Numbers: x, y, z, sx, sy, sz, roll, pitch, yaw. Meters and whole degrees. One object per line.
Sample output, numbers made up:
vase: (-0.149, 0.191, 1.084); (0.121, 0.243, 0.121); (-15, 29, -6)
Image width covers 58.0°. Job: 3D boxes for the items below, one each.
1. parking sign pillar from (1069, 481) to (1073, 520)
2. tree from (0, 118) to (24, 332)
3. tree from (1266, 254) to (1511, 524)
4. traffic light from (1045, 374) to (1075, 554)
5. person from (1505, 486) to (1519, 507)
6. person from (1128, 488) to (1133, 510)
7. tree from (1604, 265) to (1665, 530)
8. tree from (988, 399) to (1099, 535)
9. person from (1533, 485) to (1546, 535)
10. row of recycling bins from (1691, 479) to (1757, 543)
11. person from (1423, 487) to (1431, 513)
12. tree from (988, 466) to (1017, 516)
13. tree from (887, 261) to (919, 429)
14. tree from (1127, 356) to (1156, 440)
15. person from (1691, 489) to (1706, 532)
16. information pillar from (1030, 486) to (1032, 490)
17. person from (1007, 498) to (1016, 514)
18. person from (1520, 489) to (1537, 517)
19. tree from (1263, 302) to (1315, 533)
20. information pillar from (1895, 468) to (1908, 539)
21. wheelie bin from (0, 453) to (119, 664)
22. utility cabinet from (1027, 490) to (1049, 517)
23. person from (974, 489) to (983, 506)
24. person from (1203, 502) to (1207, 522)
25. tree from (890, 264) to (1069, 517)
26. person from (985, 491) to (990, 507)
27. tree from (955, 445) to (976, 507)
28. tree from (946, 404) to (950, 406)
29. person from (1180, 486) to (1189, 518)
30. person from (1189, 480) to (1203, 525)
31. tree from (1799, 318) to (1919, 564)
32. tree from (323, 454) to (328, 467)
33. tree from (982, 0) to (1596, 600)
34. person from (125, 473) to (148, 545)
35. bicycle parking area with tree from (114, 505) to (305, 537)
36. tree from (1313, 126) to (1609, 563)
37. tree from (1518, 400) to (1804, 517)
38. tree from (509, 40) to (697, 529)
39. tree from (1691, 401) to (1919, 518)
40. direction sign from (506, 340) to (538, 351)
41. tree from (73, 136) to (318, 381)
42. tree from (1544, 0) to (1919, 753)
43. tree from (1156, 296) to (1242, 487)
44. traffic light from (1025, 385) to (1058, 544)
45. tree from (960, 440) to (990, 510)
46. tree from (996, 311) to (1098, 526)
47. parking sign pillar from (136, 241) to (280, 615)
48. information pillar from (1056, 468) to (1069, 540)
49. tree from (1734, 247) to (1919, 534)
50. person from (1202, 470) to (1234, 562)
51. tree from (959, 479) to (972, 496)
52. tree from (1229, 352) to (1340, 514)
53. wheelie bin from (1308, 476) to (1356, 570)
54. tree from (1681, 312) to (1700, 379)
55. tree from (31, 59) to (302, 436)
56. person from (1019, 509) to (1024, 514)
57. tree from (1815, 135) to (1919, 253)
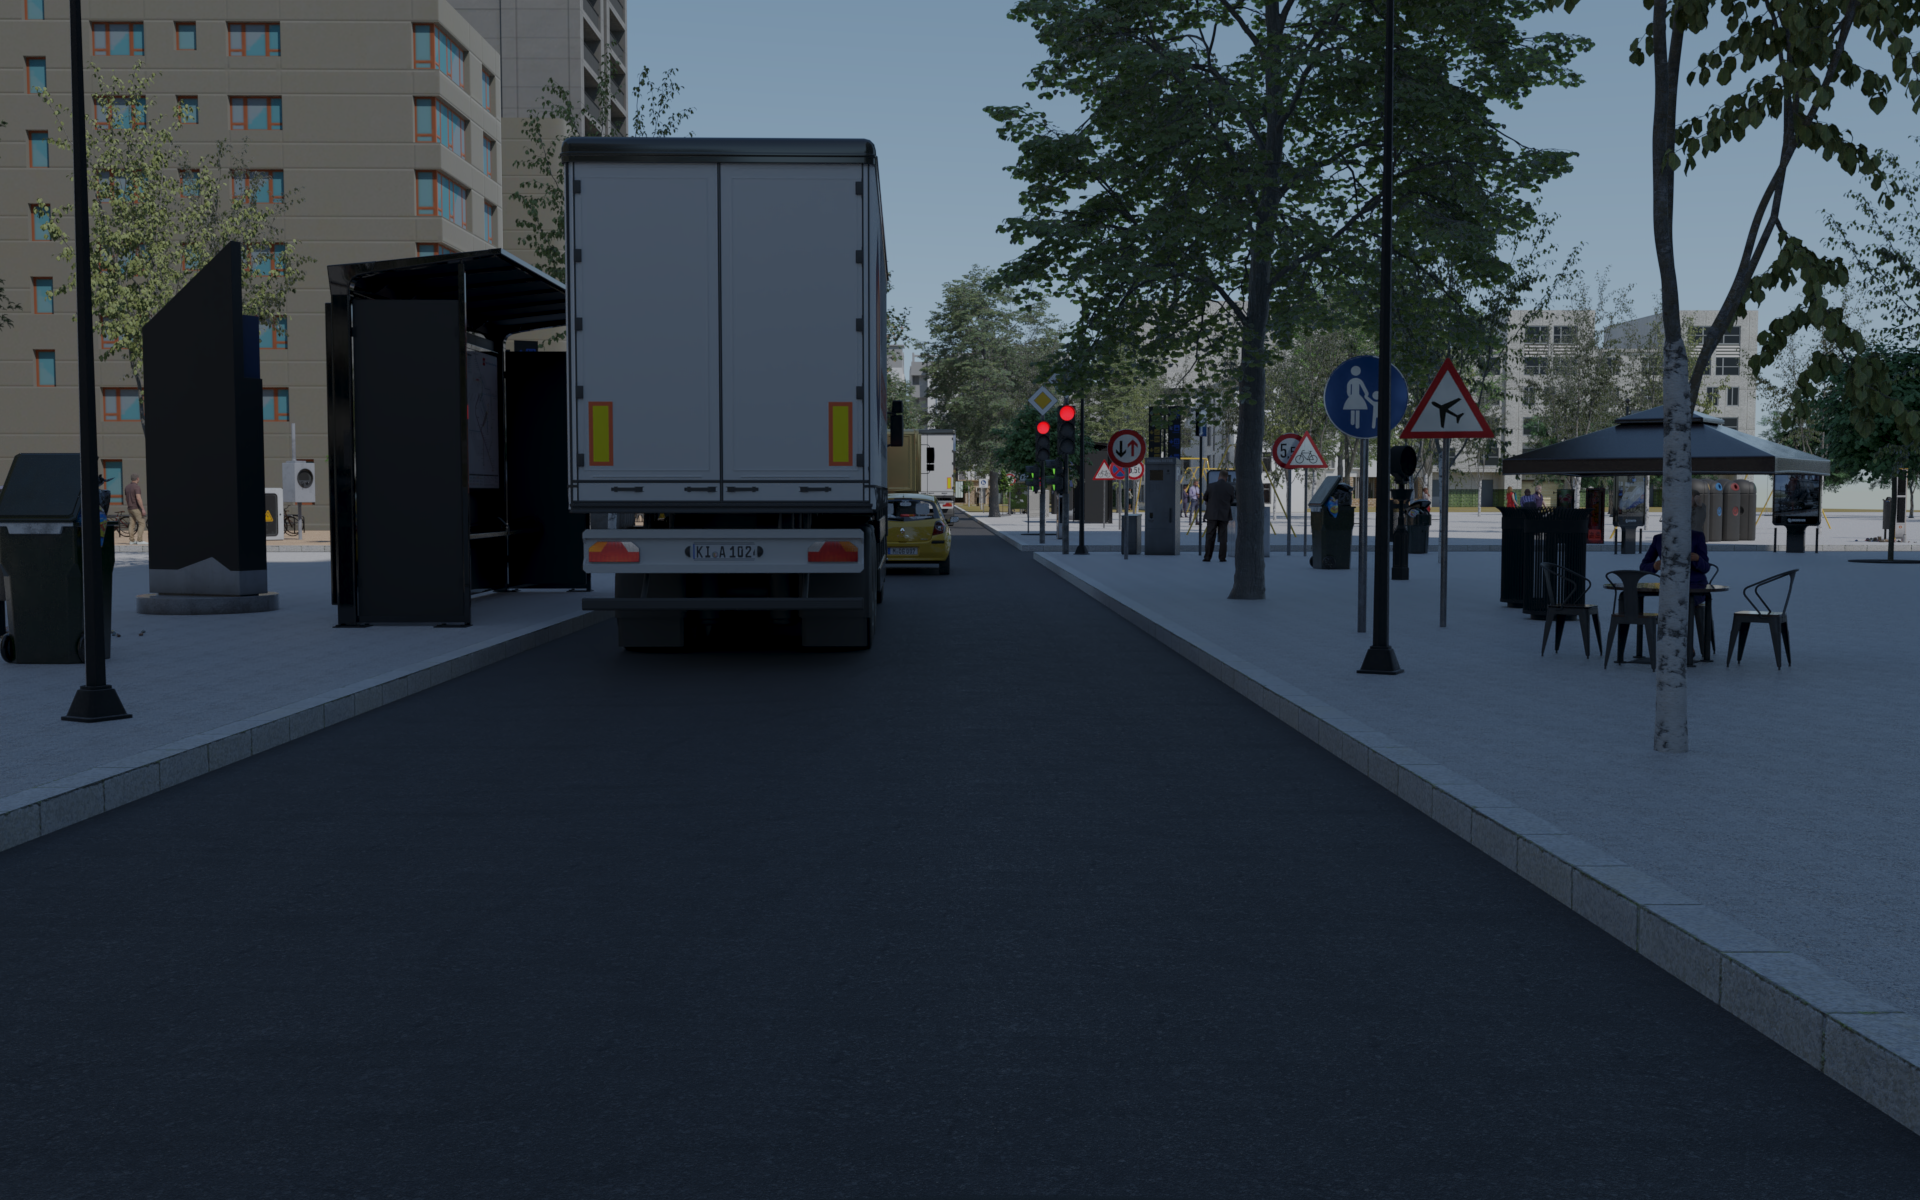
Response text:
parking sign pillar: (5.927, -5.954, 85.814); (1.447, 3.967, 1.447); (-1, 4, -12)
tree: (-15.629, -5.337, 21.669); (7.601, 10.594, 8.767); (0, 4, 5)
tree: (16.694, -9.047, 73.671); (9.928, 11.665, 9.643); (0, 3, 0)
traffic light: (2.233, -2.929, 36.805); (0.839, 4.253, 0.868); (0, 4, -1)
person: (23.590, -4.056, 74.056); (0.444, 1.614, 0.593); (0, 4, -2)
person: (13.477, -7.960, 136.977); (0.721, 1.735, 1.217); (-1, 4, -19)
tree: (19.964, -6.471, 56.169); (4.360, 8.622, 3.978); (0, 3, 0)
tree: (2.682, -4.310, 54.174); (4.285, 4.588, 4.351); (0, 3, 0)
person: (17.908, -2.778, 53.665); (0.569, 1.553, 0.471); (0, 4, 5)
row of recycling bins: (20.463, -2.437, 46.965); (3.534, 1.692, 1.069); (-3, 5, -40)
person: (16.834, -3.308, 62.592); (0.387, 1.526, 0.523); (1, 4, 12)
tree: (2.593, -6.632, 103.041); (1.663, 3.219, 1.824); (0, 3, 0)
tree: (-6.466, -8.843, 61.588); (9.611, 12.733, 9.660); (0, 3, 0)
tree: (10.289, -8.208, 84.569); (4.360, 8.622, 3.978); (0, 3, 0)
person: (10.108, -0.851, 23.861); (0.340, 1.345, 0.435); (-1, 4, -9)
information pillar: (5.006, -6.951, 118.141); (0.304, 2.012, 0.304); (-2, 4, -33)
person: (3.307, -6.300, 111.585); (0.613, 1.512, 0.480); (1, 4, 13)
person: (15.400, -2.303, 46.934); (0.421, 1.427, 0.697); (1, 4, 9)
tree: (11.666, -6.531, 57.137); (4.360, 8.622, 3.978); (0, 3, 0)
information pillar: (26.942, -2.765, 49.701); (0.304, 2.012, 0.304); (0, 4, 4)
wheelie bin: (-6.929, -0.328, 13.272); (0.980, 1.594, 0.693); (0, 4, 2)
utility cabinet: (4.290, -5.278, 94.974); (1.173, 1.500, 0.318); (-1, 4, -14)
person: (1.910, -10.778, 182.269); (0.705, 1.823, 1.348); (-3, 5, -41)
person: (11.157, -4.336, 77.858); (0.530, 1.710, 0.541); (1, 4, 15)
tree: (1.881, -11.535, 95.248); (9.857, 13.997, 8.962); (0, 3, 0)
person: (2.927, -9.799, 166.273); (1.348, 1.823, 0.705); (3, 4, 37)
tree: (0.711, -13.660, 173.708); (4.737, 8.622, 4.395); (0, 3, 0)
tree: (2.747, -12.601, 124.150); (7.486, 12.596, 7.792); (0, 3, 0)
person: (12.154, -5.306, 93.718); (0.530, 1.710, 0.541); (0, 4, 5)
person: (9.681, -3.967, 70.779); (0.709, 1.838, 0.599); (-3, 4, -38)
tree: (17.415, -2.979, 32.428); (4.285, 4.588, 4.351); (0, 3, 0)
tree: (-15.777, -3.110, 45.450); (1.663, 3.219, 1.824); (0, 3, 0)
tree: (3.939, -6.292, 21.006); (7.486, 12.596, 7.792); (0, 3, 0)
person: (-20.923, -2.315, 44.024); (0.598, 1.807, 0.434); (3, 5, 40)
bicycle parking area with tree: (-24.106, -4.041, 53.065); (9.016, 4.147, 8.231); (0, 4, 2)
tree: (8.956, -4.969, 31.608); (4.360, 8.622, 3.978); (0, 3, 0)
tree: (38.980, -8.569, 103.008); (11.467, 7.101, 20.602); (0, 4, -2)
tree: (-5.711, -4.827, 29.277); (4.737, 8.622, 4.395); (0, 3, 0)
tree: (51.886, -8.335, 99.181); (11.467, 7.101, 20.602); (-1, 4, -12)
direction sign: (-6.636, -2.050, 25.521); (0.876, 3.537, 0.379); (-2, 4, -25)
tree: (-15.224, -5.177, 35.006); (4.360, 8.622, 3.978); (0, 3, 0)
tree: (3.726, -3.540, 8.236); (4.737, 8.622, 4.395); (0, 3, 0)
tree: (10.477, -7.043, 65.509); (4.360, 8.622, 3.978); (0, 3, 0)
traffic light: (2.114, -3.417, 44.789); (0.839, 4.253, 0.868); (0, 4, -1)
tree: (2.000, -11.780, 142.961); (4.360, 8.622, 3.978); (0, 3, 0)
tree: (3.414, -7.277, 69.339); (4.360, 8.622, 3.978); (0, 3, 0)
parking sign pillar: (-8.262, -1.863, 18.931); (1.447, 3.967, 1.447); (1, 4, 22)
information pillar: (2.895, -2.717, 48.918); (0.304, 2.012, 0.304); (0, 4, -7)
tree: (27.299, -6.414, 55.223); (4.360, 8.622, 3.978); (0, 3, 0)
person: (4.889, -1.599, 32.869); (0.565, 1.739, 0.600); (-1, 4, -21)
tree: (0.920, -12.345, 196.442); (1.663, 3.219, 1.824); (0, 3, 0)
tree: (21.576, -10.932, 113.144); (8.767, 10.594, 7.601); (1, 4, 16)
wheelie bin: (6.387, -1.334, 29.711); (0.693, 1.594, 0.980); (-1, 4, -10)
tree: (24.259, -6.804, 61.610); (4.360, 8.622, 3.978); (0, 3, 0)
tree: (-13.809, -4.859, 29.803); (4.737, 8.622, 4.395); (0, 3, 0)
person: (4.065, -6.505, 112.530); (0.598, 1.807, 0.434); (-1, 4, -19)
tree: (15.107, -4.583, 25.290); (4.360, 8.622, 3.978); (0, 3, 0)
